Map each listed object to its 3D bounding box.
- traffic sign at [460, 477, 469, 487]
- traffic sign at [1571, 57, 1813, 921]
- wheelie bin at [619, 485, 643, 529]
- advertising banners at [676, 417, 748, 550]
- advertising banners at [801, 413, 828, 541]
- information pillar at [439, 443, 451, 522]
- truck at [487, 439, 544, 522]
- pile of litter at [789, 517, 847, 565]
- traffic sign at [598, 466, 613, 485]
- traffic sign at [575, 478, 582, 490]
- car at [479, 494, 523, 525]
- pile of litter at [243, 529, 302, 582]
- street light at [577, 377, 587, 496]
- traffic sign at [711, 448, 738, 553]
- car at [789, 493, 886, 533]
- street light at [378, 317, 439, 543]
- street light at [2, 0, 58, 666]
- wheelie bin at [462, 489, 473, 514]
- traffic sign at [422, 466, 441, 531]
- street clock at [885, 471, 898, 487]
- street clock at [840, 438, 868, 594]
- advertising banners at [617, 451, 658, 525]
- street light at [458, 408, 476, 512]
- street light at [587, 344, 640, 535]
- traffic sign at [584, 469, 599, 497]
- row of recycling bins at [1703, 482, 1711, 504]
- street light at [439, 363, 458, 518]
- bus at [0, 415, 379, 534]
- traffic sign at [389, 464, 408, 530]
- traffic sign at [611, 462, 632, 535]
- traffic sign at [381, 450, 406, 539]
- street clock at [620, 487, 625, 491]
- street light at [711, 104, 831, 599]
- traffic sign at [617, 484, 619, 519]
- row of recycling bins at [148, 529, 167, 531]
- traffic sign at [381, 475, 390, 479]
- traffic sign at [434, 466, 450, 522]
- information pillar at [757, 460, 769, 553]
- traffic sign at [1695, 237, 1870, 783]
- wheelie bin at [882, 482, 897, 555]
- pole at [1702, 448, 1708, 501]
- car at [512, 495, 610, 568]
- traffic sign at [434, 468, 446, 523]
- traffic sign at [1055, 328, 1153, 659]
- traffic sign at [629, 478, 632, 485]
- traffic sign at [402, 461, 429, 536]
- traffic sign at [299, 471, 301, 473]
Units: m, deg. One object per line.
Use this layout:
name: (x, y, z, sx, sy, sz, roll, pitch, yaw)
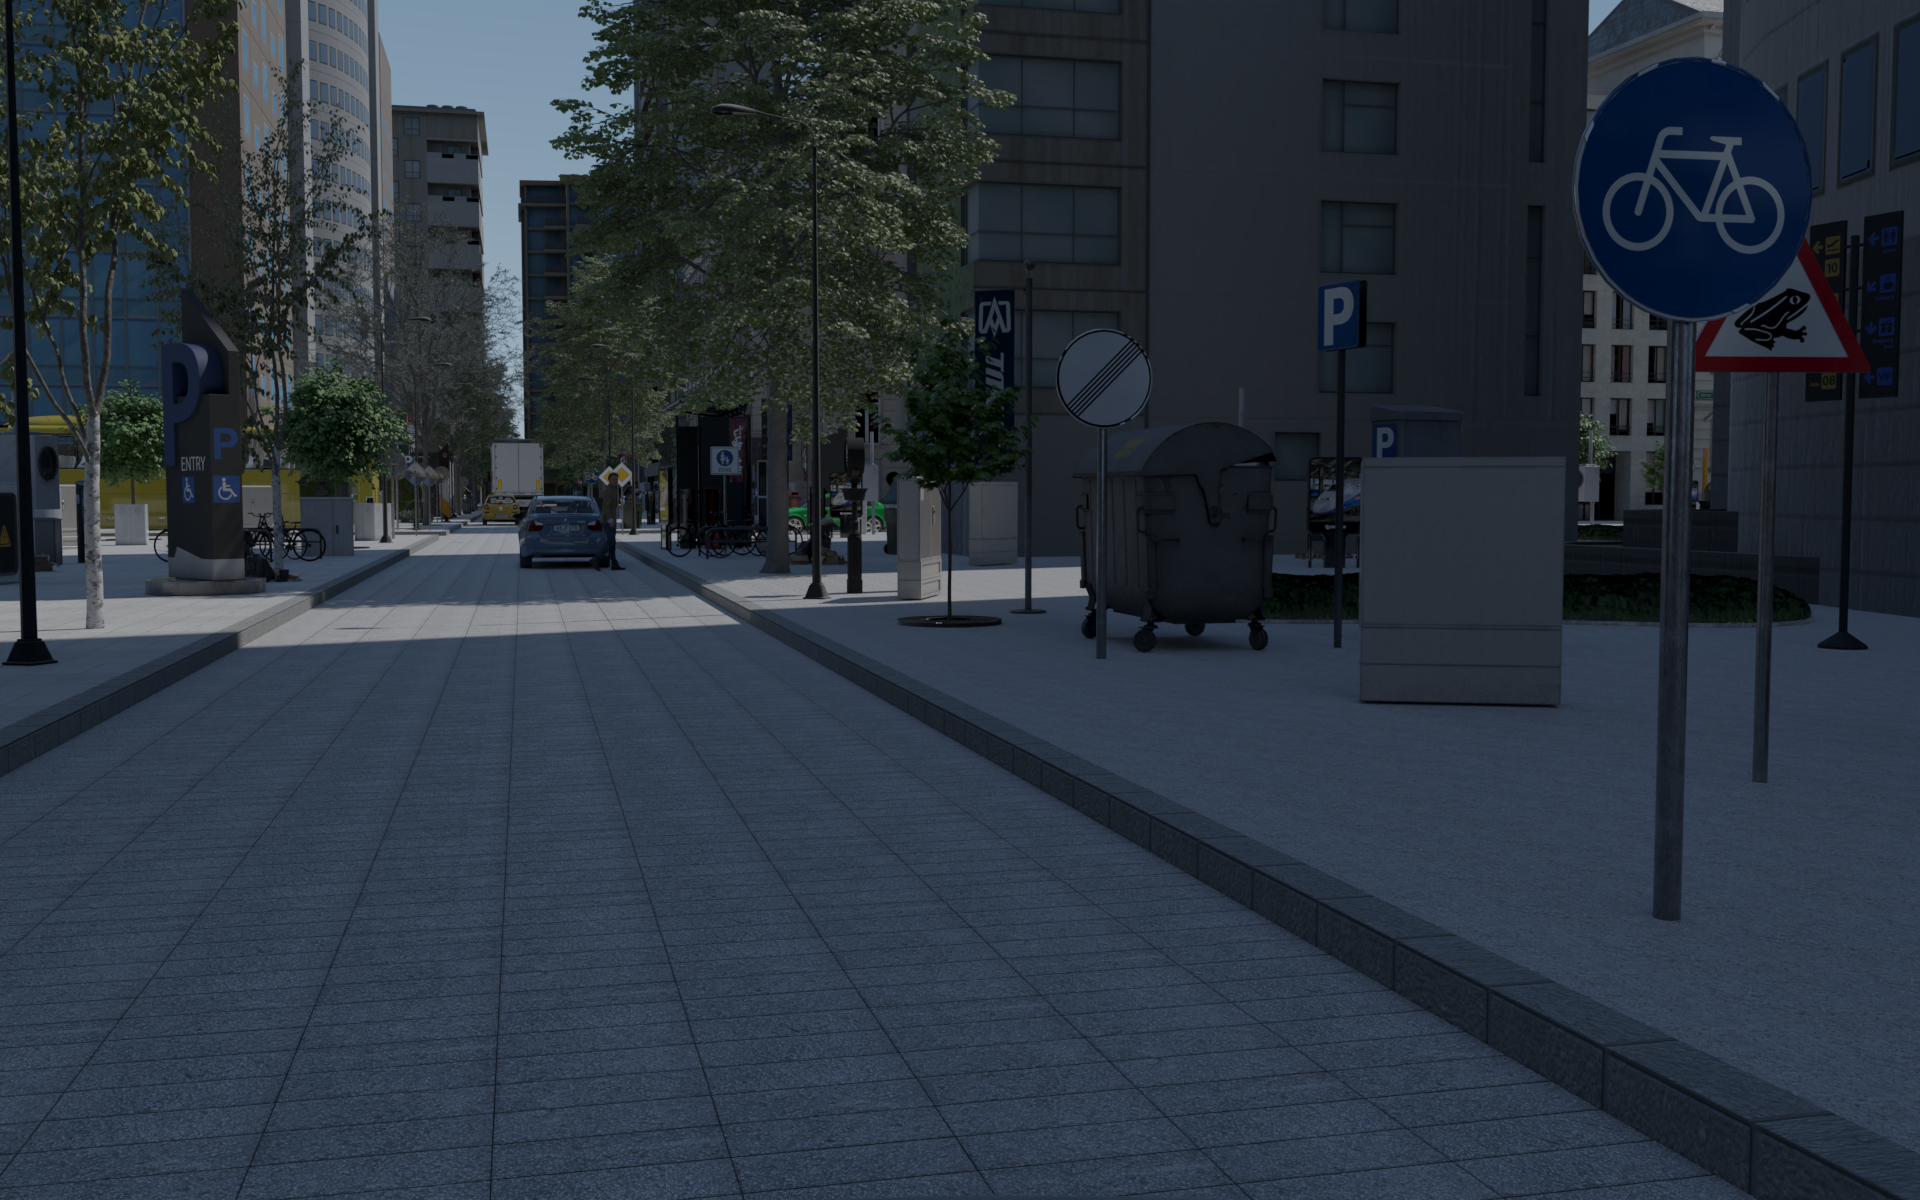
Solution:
traffic sign: (-36.562, -7.795, 127.556, 0.768, 2.556, 0.104, -1, 4, -13)
traffic sign: (2.141, -0.310, 5.167, 0.768, 2.556, 0.104, -1, 4, -10)
wheelie bin: (-12.073, -3.418, 63.786, 0.693, 1.594, 0.980, 2, 4, 24)
advertising banners: (-5.747, -2.688, 40.131, 2.074, 3.025, 0.090, 2, 4, 30)
advertising banners: (-3.084, -2.462, 36.440, 0.090, 3.025, 2.074, -1, 4, -19)
information pillar: (-23.692, -5.397, 79.595, 0.504, 3.616, 0.183, 1, 4, 14)
truck: (-23.943, -6.384, 93.289, 2.839, 4.237, 11.283, -1, 4, -16)
pile of litter: (-2.648, -1.088, 31.758, 1.719, 0.858, 1.176, 3, 5, 43)
traffic sign: (-12.572, -3.580, 62.172, 0.795, 2.450, 0.064, -1, 4, -14)
traffic sign: (-22.394, -6.273, 102.672, 0.768, 2.556, 0.104, -1, 4, -12)
car: (-21.624, -4.363, 81.559, 2.015, 1.641, 3.980, -1, 4, -15)
pile of litter: (-10.542, -0.712, 25.605, 1.719, 0.858, 1.176, 2, 4, 31)
street light: (-14.518, -5.904, 69.072, 1.470, 5.913, 1.316, -1, 4, -14)
traffic sign: (-5.085, -2.163, 37.495, 0.606, 2.300, 0.079, -1, 4, -9)
car: (-4.498, -3.120, 59.815, 4.718, 1.807, 1.959, -1, 4, -15)
street light: (-14.555, -4.458, 45.437, 1.470, 5.913, 1.316, -1, 4, -14)
street light: (-6.491, -2.475, 13.015, 1.470, 5.913, 1.316, -1, 4, -14)
wheelie bin: (-31.736, -6.340, 111.567, 0.693, 1.594, 0.980, -1, 4, -13)
traffic sign: (-18.584, -3.489, 60.682, 0.795, 2.450, 0.064, -1, 4, -14)
street clock: (-2.134, -3.107, 55.370, 0.471, 2.002, 0.358, -1, 4, -9)
street clock: (-1.360, -1.085, 22.309, 0.358, 2.002, 0.471, -1, 4, -10)
advertising banners: (-13.351, -4.614, 71.635, 0.090, 3.025, 2.074, 3, 5, 40)
street light: (-26.859, -7.410, 93.690, 1.470, 5.913, 1.316, -1, 4, -14)
street light: (-10.732, -4.976, 53.899, 1.470, 5.913, 1.316, -1, 4, -14)
traffic sign: (-18.477, -5.307, 86.872, 0.768, 2.556, 0.104, -1, 4, -10)
row of recycling bins: (22.509, -2.559, 48.946, 1.069, 1.692, 3.534, -1, 4, -23)
street light: (-18.683, -5.428, 61.296, 1.470, 5.913, 1.316, -1, 4, -14)
bus: (-25.148, -3.914, 55.541, 12.252, 3.916, 2.896, -1, 4, -14)
traffic sign: (-20.105, -3.776, 61.844, 0.768, 2.556, 0.104, 0, 4, -7)
traffic sign: (-10.619, -3.106, 54.428, 0.795, 2.450, 0.064, -1, 4, -14)
traffic sign: (-16.229, -3.023, 49.529, 0.768, 2.556, 0.104, -1, 4, -9)
street clock: (-25.472, -7.813, 132.314, 0.358, 2.002, 0.471, 3, 5, 44)
street light: (-2.280, -2.959, 20.927, 1.470, 5.913, 1.316, -1, 4, -14)
traffic sign: (-17.929, -5.545, 90.774, 0.768, 2.556, 0.104, -1, 4, -11)
row of recycling bins: (-28.074, -3.358, 62.010, 1.069, 1.692, 3.534, 1, 4, 12)
traffic sign: (-26.628, -4.942, 80.911, 0.768, 2.556, 0.104, 0, 4, -7)
traffic sign: (-23.673, -4.828, 79.051, 0.768, 2.556, 0.104, 0, 4, -5)
information pillar: (-4.190, -2.026, 37.625, 0.304, 2.012, 0.304, 2, 4, 34)
traffic sign: (3.565, -0.467, 7.644, 0.884, 2.594, 0.081, 0, 4, -7)
wheelie bin: (-1.220, -1.768, 36.812, 0.693, 1.594, 0.980, -3, 5, -41)
pole: (32.967, -5.066, 76.670, 0.158, 3.312, 0.155, 0, 3, 0)
car: (-8.004, -1.405, 34.974, 2.014, 1.417, 4.499, -1, 4, -14)
traffic sign: (-23.317, -4.650, 77.208, 0.795, 2.450, 0.064, -1, 4, -12)
traffic sign: (1.103, -0.815, 13.427, 0.768, 2.556, 0.104, -1, 4, -9)
traffic sign: (-16.726, -5.195, 87.065, 0.606, 2.300, 0.079, -1, 4, -10)
traffic sign: (-16.631, -3.015, 52.939, 0.795, 2.450, 0.064, -1, 4, -14)
traffic sign: (-18.940, -3.082, 50.503, 0.768, 2.556, 0.104, -1, 4, -13)
